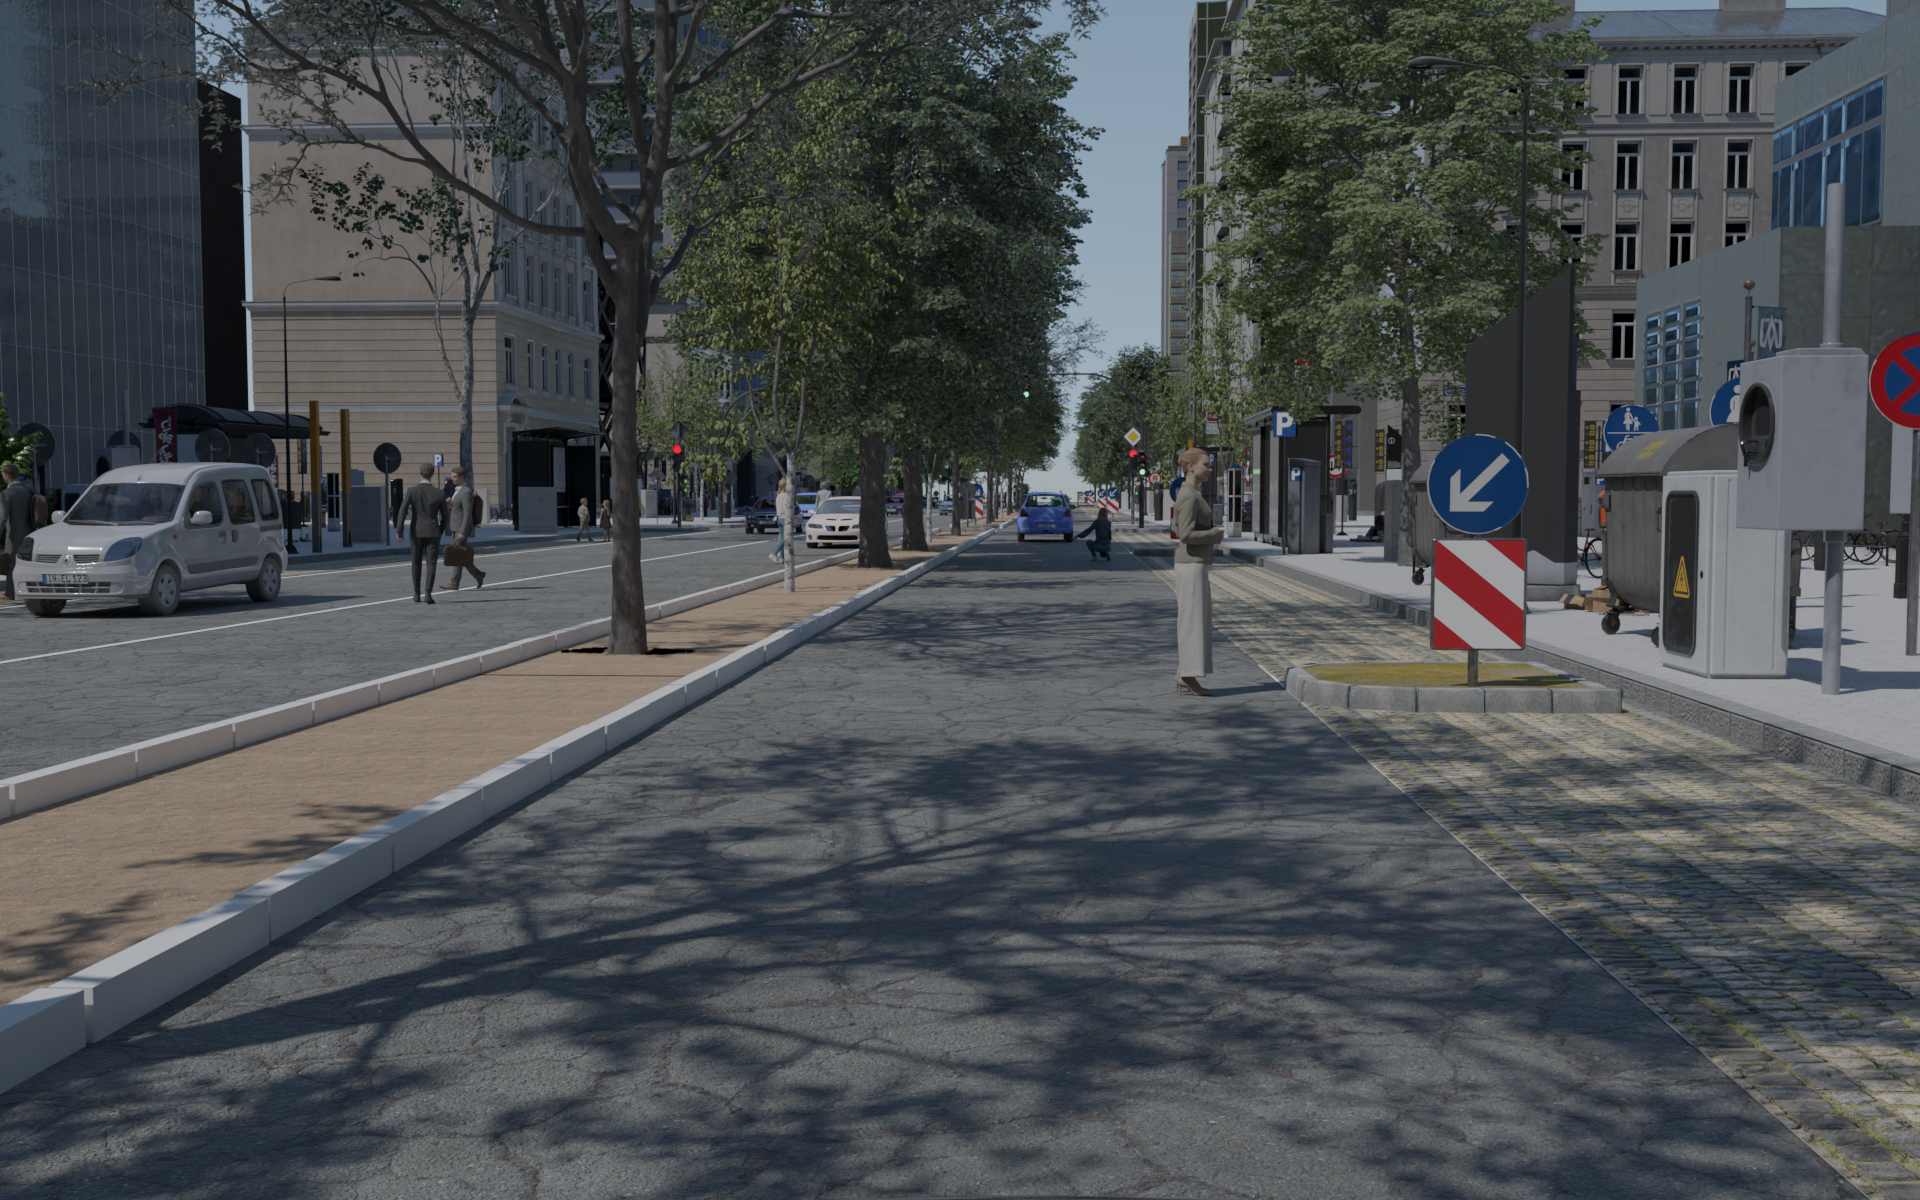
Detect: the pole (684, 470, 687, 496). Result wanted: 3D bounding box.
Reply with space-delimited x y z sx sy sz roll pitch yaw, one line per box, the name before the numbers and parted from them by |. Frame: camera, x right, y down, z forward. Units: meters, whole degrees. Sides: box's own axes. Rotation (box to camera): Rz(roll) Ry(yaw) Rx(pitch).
pole | -18.541 -7.520 116.797 0.158 3.312 0.155 0 3 0

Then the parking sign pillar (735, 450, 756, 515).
parking sign pillar | -13.139 -7.220 106.512 1.447 3.967 1.447 3 5 41

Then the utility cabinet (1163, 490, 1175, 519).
utility cabinet | 10.398 -4.753 86.384 0.318 1.500 1.173 -3 4 -39

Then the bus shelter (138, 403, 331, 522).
bus shelter | -17.163 -2.904 41.403 2.014 3.302 5.546 0 4 3

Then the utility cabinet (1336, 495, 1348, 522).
utility cabinet | 17.644 -4.209 79.977 0.306 1.237 1.020 2 4 27

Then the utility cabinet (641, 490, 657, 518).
utility cabinet | -16.553 -5.107 92.174 0.318 1.500 1.173 1 4 19

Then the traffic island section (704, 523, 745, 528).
traffic island section | -10.253 -3.169 74.094 2.009 0.180 2.903 0 4 3

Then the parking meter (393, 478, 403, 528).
parking meter | -21.104 -3.629 65.052 0.255 1.863 0.399 -3 5 -41

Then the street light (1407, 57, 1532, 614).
street light | 5.455 -2.814 18.546 1.470 5.913 1.316 0 4 3

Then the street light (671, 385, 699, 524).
street light | -11.673 -6.201 73.935 1.470 5.913 1.316 0 4 3

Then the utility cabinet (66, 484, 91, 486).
utility cabinet | -18.668 -1.749 37.269 1.173 1.500 0.318 1 4 22

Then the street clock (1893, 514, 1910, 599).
street clock | 11.601 -1.019 21.225 0.358 2.002 0.471 1 4 10

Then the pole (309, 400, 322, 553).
pole | -14.080 -2.691 37.845 0.158 3.312 0.155 0 3 0

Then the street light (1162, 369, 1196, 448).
street light | 8.199 -5.620 64.435 1.470 5.913 1.316 0 4 3

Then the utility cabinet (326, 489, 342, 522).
utility cabinet | -28.277 -4.297 78.932 1.173 1.500 0.318 -3 5 -40

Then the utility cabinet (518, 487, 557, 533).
utility cabinet | -13.773 -2.926 56.519 1.173 1.500 0.318 -2 4 -28

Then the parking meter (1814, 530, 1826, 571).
parking meter | 14.501 -1.420 28.926 0.399 1.863 0.255 0 4 1

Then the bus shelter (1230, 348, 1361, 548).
bus shelter | 8.667 -4.132 45.184 2.179 5.291 8.768 0 4 3

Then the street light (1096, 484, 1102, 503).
street light | 15.085 -12.605 178.639 1.470 5.913 1.316 0 4 3

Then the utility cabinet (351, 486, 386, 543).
utility cabinet | -15.520 -2.240 45.303 1.173 1.500 0.318 1 4 23

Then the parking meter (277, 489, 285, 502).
parking meter | -32.174 -4.507 82.096 0.372 1.533 0.369 0 3 0

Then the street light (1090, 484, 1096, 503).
street light | 17.787 -15.397 224.284 1.470 5.913 1.316 0 4 3

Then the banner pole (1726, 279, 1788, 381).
banner pole | 9.395 -1.856 20.367 0.863 3.779 0.401 -2 4 -25

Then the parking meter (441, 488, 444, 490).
parking meter | -19.362 -3.476 65.237 0.372 1.533 0.369 0 3 0

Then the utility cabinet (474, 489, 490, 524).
utility cabinet | -20.832 -4.023 74.461 1.173 1.500 0.318 1 4 8

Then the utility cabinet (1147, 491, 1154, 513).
utility cabinet | 12.682 -6.557 115.893 0.318 1.500 1.173 -1 4 -9

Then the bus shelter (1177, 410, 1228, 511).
bus shelter | 11.317 -6.320 80.961 2.179 5.291 8.768 0 4 3

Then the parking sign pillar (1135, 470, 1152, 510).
parking sign pillar | 14.749 -9.190 138.726 1.447 3.967 1.447 -3 4 -37

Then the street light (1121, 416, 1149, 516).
street light | 10.475 -7.950 102.523 1.470 5.913 1.316 0 4 3

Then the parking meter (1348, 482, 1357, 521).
parking meter | 18.790 -4.719 82.861 0.399 1.863 0.255 -3 5 -40

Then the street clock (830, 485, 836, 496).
street clock | -10.025 -8.073 136.566 0.471 2.002 0.358 3 4 38

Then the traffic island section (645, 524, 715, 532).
traffic island section | -10.728 -2.682 66.123 2.009 0.180 2.903 0 4 3

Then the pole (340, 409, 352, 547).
pole | -14.752 -2.922 41.622 0.158 3.312 0.155 0 3 0

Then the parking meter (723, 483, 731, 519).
parking meter | -12.232 -5.213 90.940 0.399 1.863 0.255 -3 5 -40

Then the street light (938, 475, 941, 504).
street light | -2.205 -15.962 233.523 1.470 5.913 1.316 0 4 3

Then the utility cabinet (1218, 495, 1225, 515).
utility cabinet | 15.778 -5.707 104.475 0.306 1.237 1.020 0 4 -4

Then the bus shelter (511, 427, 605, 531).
bus shelter | -14.644 -4.414 63.458 1.731 3.624 6.357 0 4 4

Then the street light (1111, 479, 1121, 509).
street light | 13.266 -10.723 147.860 1.470 5.913 1.316 0 4 3

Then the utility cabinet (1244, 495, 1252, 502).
utility cabinet | 18.620 -6.281 113.861 0.306 1.237 1.020 -2 4 -33

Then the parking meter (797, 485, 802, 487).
parking meter | -10.651 -6.644 114.342 0.255 1.863 0.399 2 4 30

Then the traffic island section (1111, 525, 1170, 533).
traffic island section | 6.832 -2.618 65.077 2.009 0.180 2.903 0 4 3

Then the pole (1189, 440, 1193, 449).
pole | 8.690 -4.374 65.353 0.158 3.312 0.155 0 3 0

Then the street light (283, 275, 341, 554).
street light | -13.814 -3.937 36.904 1.470 5.913 1.316 0 4 3

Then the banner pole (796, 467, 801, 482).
banner pole | -12.735 -8.858 134.852 0.863 3.779 0.401 -1 4 -23

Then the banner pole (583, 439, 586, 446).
banner pole | -17.257 -5.426 78.735 0.863 3.779 0.401 -3 5 -44

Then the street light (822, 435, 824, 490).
street light | -8.925 -8.994 119.592 1.470 5.913 1.316 0 4 3

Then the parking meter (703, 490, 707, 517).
parking meter | -14.487 -5.481 98.022 0.372 1.533 0.369 0 3 0

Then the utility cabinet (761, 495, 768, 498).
utility cabinet | -12.209 -6.115 111.134 1.020 1.237 0.306 0 4 5

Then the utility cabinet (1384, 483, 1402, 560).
utility cabinet | 8.832 -1.527 33.648 1.173 1.500 0.318 -1 4 -17

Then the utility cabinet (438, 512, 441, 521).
utility cabinet | -24.832 -4.362 82.481 0.306 1.237 1.020 0 4 -8

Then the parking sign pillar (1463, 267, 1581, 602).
parking sign pillar | 6.883 -2.004 21.230 1.447 3.967 1.447 3 5 41

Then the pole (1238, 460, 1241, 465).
pole | 16.624 -6.682 103.099 0.158 3.312 0.155 0 3 0

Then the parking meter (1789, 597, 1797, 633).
parking meter | 7.382 -0.445 15.684 0.372 1.533 0.369 0 3 0

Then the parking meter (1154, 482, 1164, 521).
parking meter | 9.512 -4.714 82.792 0.255 1.863 0.399 -3 5 -41
